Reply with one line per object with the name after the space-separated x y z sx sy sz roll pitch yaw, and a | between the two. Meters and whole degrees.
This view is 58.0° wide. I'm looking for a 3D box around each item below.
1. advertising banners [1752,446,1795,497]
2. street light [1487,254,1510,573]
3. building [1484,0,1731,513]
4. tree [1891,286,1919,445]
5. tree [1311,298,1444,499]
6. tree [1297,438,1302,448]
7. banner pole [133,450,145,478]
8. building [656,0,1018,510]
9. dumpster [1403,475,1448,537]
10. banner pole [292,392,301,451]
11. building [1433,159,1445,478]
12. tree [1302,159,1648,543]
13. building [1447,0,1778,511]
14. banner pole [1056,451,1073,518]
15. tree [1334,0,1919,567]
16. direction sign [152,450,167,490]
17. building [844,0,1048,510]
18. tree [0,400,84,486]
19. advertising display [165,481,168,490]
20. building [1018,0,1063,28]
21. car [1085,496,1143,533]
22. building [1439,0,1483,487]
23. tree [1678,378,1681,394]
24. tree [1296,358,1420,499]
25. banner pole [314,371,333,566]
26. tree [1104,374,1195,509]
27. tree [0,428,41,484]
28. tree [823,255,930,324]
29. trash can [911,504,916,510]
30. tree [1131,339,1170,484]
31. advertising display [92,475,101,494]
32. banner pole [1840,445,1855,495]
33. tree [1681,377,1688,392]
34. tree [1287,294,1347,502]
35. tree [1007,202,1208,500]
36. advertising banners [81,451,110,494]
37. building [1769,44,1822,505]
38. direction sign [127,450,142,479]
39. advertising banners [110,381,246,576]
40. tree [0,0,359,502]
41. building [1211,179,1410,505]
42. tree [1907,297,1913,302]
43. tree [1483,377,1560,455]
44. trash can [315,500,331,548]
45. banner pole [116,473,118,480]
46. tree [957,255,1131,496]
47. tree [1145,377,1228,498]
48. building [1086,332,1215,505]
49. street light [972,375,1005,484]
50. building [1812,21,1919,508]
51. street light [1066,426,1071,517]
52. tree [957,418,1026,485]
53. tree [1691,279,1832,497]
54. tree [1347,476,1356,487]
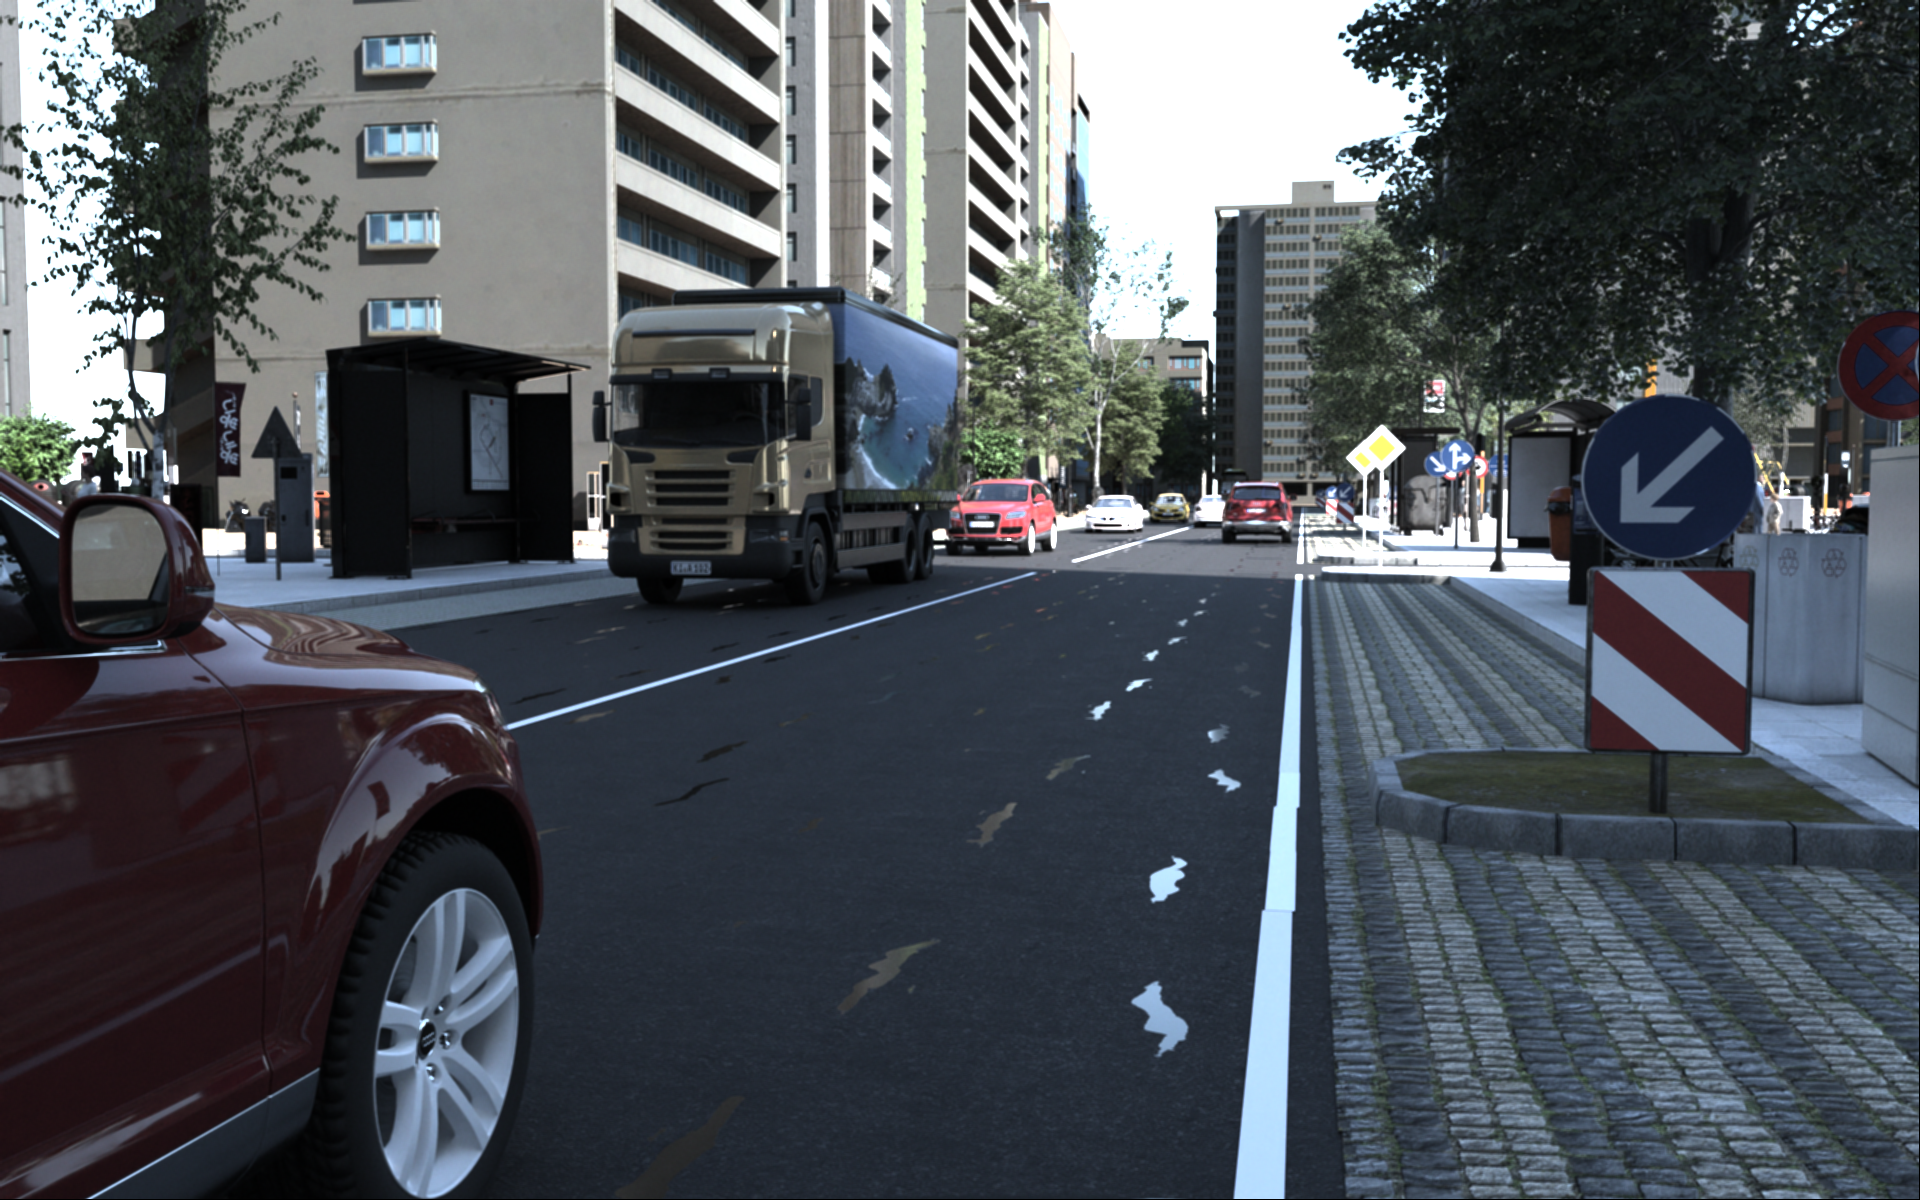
29.215 -4.068 62.697 2.074 3.025 0.090 0 4 -5 | advertising banners
8.327 -3.417 28.414 1.470 5.913 1.316 1 4 11 | street light
42.941 -26.522 117.233 14.154 41.232 14.086 1 4 11 | building
36.375 -8.766 61.458 7.486 12.596 7.792 0 3 0 | tree
22.897 -10.853 95.572 7.486 12.596 7.792 0 3 0 | tree
37.885 -14.576 172.736 8.767 10.594 7.601 1 4 10 | tree
-46.788 -6.675 99.153 0.863 3.779 0.401 3 5 43 | banner pole
-7.993 -30.780 126.947 21.300 48.544 21.600 1 4 11 | building
14.201 -2.880 52.854 1.264 1.857 1.865 1 4 11 | dumpster
-16.403 -3.237 42.944 0.401 3.779 0.863 -1 4 -12 | banner pole
69.461 -33.758 206.568 28.867 44.769 22.147 1 4 11 | building
13.642 -6.801 45.603 8.767 10.594 7.601 1 4 10 | tree
49.304 -42.475 132.713 20.563 71.187 20.611 1 4 11 | building
5.692 -6.315 93.267 0.863 3.779 0.401 1 4 19 | banner pole
8.540 -6.912 19.666 9.857 13.997 8.962 0 3 0 | tree
-34.247 -5.047 74.511 0.876 3.537 0.379 -3 4 -37 | direction sign
-0.664 -28.152 143.877 14.154 41.232 14.086 1 4 11 | building
-32.398 -4.711 60.743 4.285 4.588 4.351 0 3 0 | tree
-38.924 -4.843 84.402 0.974 1.923 0.123 1 4 17 | advertising display
2.281 -31.037 157.561 14.600 45.320 14.200 1 4 11 | building
5.806 -3.211 64.866 2.083 1.381 4.827 1 4 12 | car
54.859 -37.628 157.221 21.231 58.520 28.212 1 4 11 | building
42.274 -9.139 99.790 4.360 8.622 3.978 0 3 0 | tree
28.544 -12.827 120.090 12.009 13.543 11.850 0 3 0 | tree
-11.327 -2.506 30.983 0.401 3.779 0.863 -3 5 -45 | banner pole
17.476 -14.274 159.138 9.928 11.665 9.643 0 3 0 | tree
-27.205 -3.410 50.356 1.663 3.219 1.824 0 3 0 | tree
-2.885 -6.374 54.579 4.360 8.622 3.978 0 3 0 | tree
-1.779 -2.830 57.932 0.748 1.137 0.748 0 3 0 | trash can
11.798 -12.767 126.864 7.486 12.596 7.792 0 3 0 | tree
-29.714 -3.317 59.441 0.123 1.923 0.974 0 4 -6 | advertising display
45.215 -6.005 88.198 0.863 3.779 0.401 0 4 -5 | banner pole
38.981 -8.382 87.412 4.360 8.622 3.978 0 3 0 | tree
34.866 -18.118 152.119 12.611 20.169 13.585 0 3 0 | tree
9.363 -15.578 110.583 12.611 20.169 13.585 0 3 0 | tree
-35.278 -4.615 71.644 0.090 3.025 2.074 3 5 40 | advertising banners
97.642 -37.574 203.570 27.495 52.752 28.713 1 4 11 | building
-42.602 -5.959 89.426 0.379 3.537 0.876 1 4 21 | direction sign
-11.918 -1.859 26.582 0.090 3.025 2.074 3 5 41 | advertising banners
-9.850 -4.345 21.408 4.737 8.622 4.395 0 3 0 | tree
43.951 -32.124 217.100 23.993 40.220 32.217 1 4 11 | building
27.824 -5.913 47.037 4.737 8.622 4.395 0 3 0 | tree
27.663 -8.258 85.384 4.737 8.622 4.395 0 3 0 | tree
-14.848 -1.795 40.997 0.748 1.137 0.748 0 3 0 | trash can
-56.817 -7.727 116.359 0.401 3.779 0.863 2 4 25 | banner pole
3.416 -10.073 82.815 7.486 12.596 7.792 0 3 0 | tree
24.000 -17.115 186.482 9.857 13.997 8.962 0 3 0 | tree
17.006 -22.942 220.142 28.899 21.520 27.650 1 4 11 | building
1.058 -5.814 67.607 1.470 5.913 1.316 1 4 11 | street light
92.679 -30.494 153.203 28.867 44.769 22.147 1 4 11 | building
6.513 -7.506 95.264 1.470 5.913 1.316 1 4 11 | street light
1.325 -5.588 75.069 4.285 4.588 4.351 0 3 0 | tree
27.607 -6.621 58.618 4.360 8.622 3.978 0 3 0 | tree
40.640 -11.434 181.544 1.663 3.219 1.824 0 3 0 | tree
